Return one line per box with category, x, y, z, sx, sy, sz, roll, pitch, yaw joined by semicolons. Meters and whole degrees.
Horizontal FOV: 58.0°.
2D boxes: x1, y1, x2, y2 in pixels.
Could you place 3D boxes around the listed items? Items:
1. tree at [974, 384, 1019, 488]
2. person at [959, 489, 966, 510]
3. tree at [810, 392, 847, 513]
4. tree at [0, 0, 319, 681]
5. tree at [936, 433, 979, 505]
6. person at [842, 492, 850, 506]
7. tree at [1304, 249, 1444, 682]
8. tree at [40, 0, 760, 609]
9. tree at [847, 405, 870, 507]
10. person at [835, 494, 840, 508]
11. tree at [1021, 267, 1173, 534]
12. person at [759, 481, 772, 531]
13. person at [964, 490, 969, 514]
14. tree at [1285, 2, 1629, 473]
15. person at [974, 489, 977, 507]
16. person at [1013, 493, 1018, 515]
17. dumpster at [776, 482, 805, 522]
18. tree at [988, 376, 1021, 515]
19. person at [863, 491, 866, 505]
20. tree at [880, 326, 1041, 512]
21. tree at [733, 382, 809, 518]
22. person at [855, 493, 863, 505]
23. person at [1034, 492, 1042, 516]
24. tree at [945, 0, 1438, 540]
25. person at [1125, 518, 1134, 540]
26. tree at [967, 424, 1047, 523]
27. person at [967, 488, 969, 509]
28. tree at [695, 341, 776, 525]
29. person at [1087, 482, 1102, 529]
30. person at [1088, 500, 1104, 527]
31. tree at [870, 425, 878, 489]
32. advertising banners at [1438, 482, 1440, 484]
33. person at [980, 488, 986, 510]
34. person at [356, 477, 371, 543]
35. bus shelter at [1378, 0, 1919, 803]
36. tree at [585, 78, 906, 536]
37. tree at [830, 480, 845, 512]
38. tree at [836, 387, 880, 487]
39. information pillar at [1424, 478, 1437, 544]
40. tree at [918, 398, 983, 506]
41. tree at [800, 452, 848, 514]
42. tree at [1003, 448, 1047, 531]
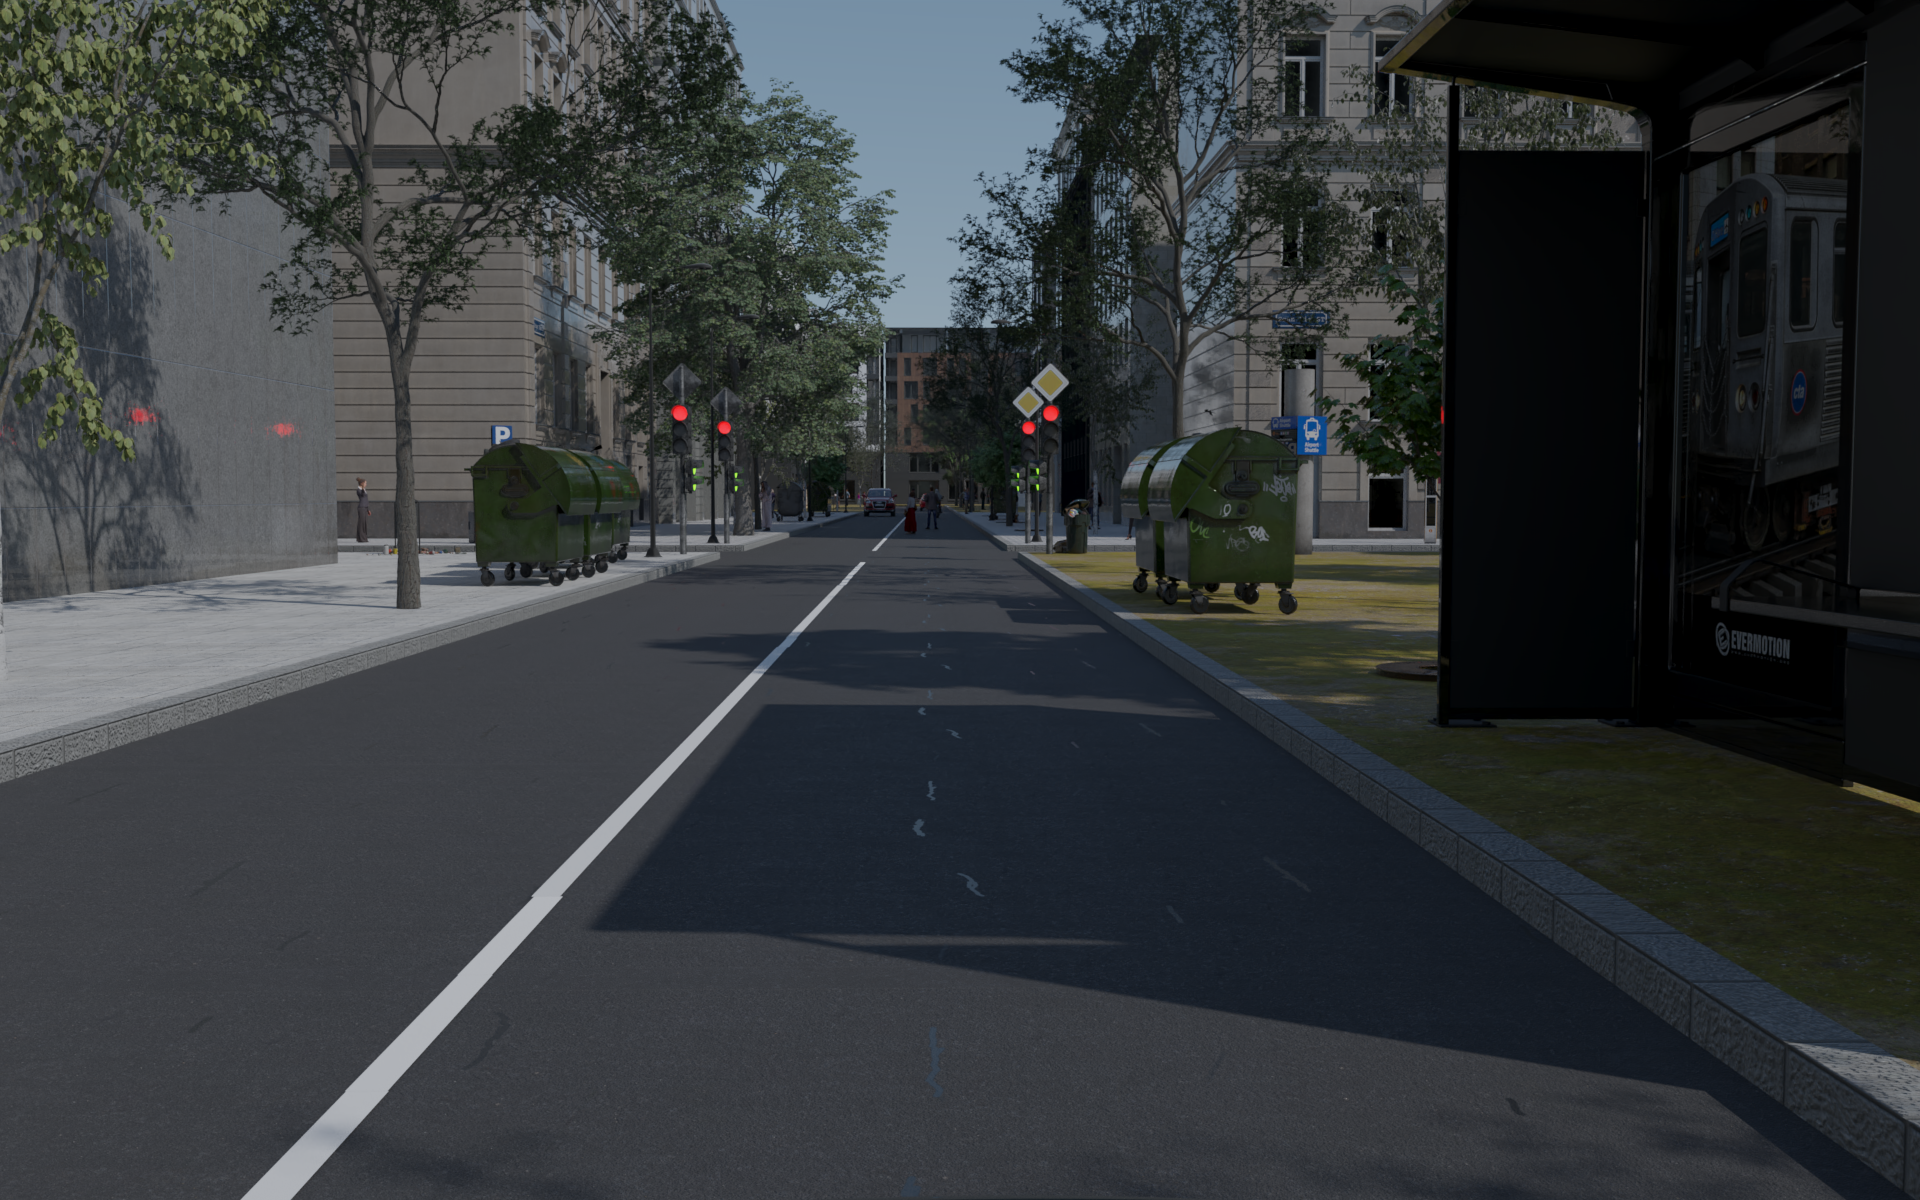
tree;3.066;-10.046;114.607;4.737;8.622;4.395;0;3;0
person;0.426;-8.344;143.255;1.217;1.735;0.721;-2;4;-30
tree;-9.680;-9.373;103.614;4.360;8.622;3.978;0;3;0
tree;-6.405;-3.752;11.712;4.737;8.622;4.395;0;3;0
tree;0.467;-16.754;195.978;6.751;12.117;7.091;0;3;0
person;-12.357;-11.154;188.393;0.705;1.826;1.348;-3;5;-40
tree;3.531;-1.083;12.314;1.663;3.219;1.824;0;3;0
tree;-6.097;-5.200;19.434;8.767;10.594;7.601;1;4;10
tree;-9.285;-10.981;129.905;4.360;8.622;3.978;0;3;0
person;-11.260;-9.017;156.660;0.799;1.438;0.628;-3;5;-45
tree;4.544;-6.388;54.803;4.360;8.622;3.978;0;3;0
person;-6.781;-3.282;60.370;0.551;1.740;0.621;2;4;26
person;0.454;-6.287;110.893;0.319;1.574;0.516;1;4;17
tree;6.098;-4.278;20.300;4.360;8.622;3.978;0;3;0
person;1.435;-10.094;171.529;0.568;1.767;0.683;0;4;2
person;3.162;-5.831;102.198;0.431;1.722;0.655;3;5;43
dumpster;-7.984;-4.623;81.337;1.264;1.857;1.865;0;4;-1
tree;3.478;-9.531;106.186;4.360;8.622;3.978;0;3;0
person;-10.978;-11.666;199.963;0.721;1.743;1.217;-3;4;-36
tree;0.960;-13.244;126.903;12.009;13.543;11.850;0;3;0
tree;-8.766;-7.699;76.246;4.360;8.622;3.978;0;3;0
person;-11.381;-11.355;194.921;0.991;1.433;0.599;0;4;7
person;4.460;-5.551;99.017;0.499;1.552;0.429;-1;4;-11
tree;3.263;-5.690;27.443;7.601;10.594;8.767;0;4;-7
person;4.844;-2.490;48.232;0.593;1.643;0.415;0;4;7
tree;2.242;-5.743;77.614;4.285;4.588;4.351;0;3;0
person;0.784;-8.789;149.607;0.599;1.838;0.709;1;4;23
tree;-9.211;-7.378;70.997;4.737;8.622;4.395;0;3;0
person;4.872;-3.417;62.728;0.431;1.722;0.655;3;5;40
person;5.328;-3.685;68.257;0.963;1.587;0.435;-2;4;-24
tree;-10.031;-13.588;172.530;4.360;8.622;3.978;0;3;0
advertising banners;13.464;-3.012;45.429;2.074;3.025;0.090;1;4;8
person;1.937;-8.350;142.589;0.705;1.821;1.348;-2;4;-26
person;-15.661;-2.370;45.598;0.445;1.727;0.742;-3;4;-36
bus shelter;3.187;-0.929;6.475;1.731;3.624;6.357;0;4;-1
tree;-6.578;-8.960;53.150;9.857;13.997;8.962;0;3;0
tree;-8.875;-7.867;123.222;1.663;3.219;1.824;0;3;0
tree;-9.985;-17.538;197.120;12.009;13.543;11.850;0;3;0
information pillar;12.159;-2.462;44.751;0.304;2.012;0.304;1;4;10
tree;-0.556;-15.733;182.995;9.928;11.665;9.643;0;3;0
tree;-8.812;-7.809;111.395;4.285;4.588;4.351;0;3;0
tree;2.497;-4.002;60.031;1.663;3.219;1.824;0;3;0
